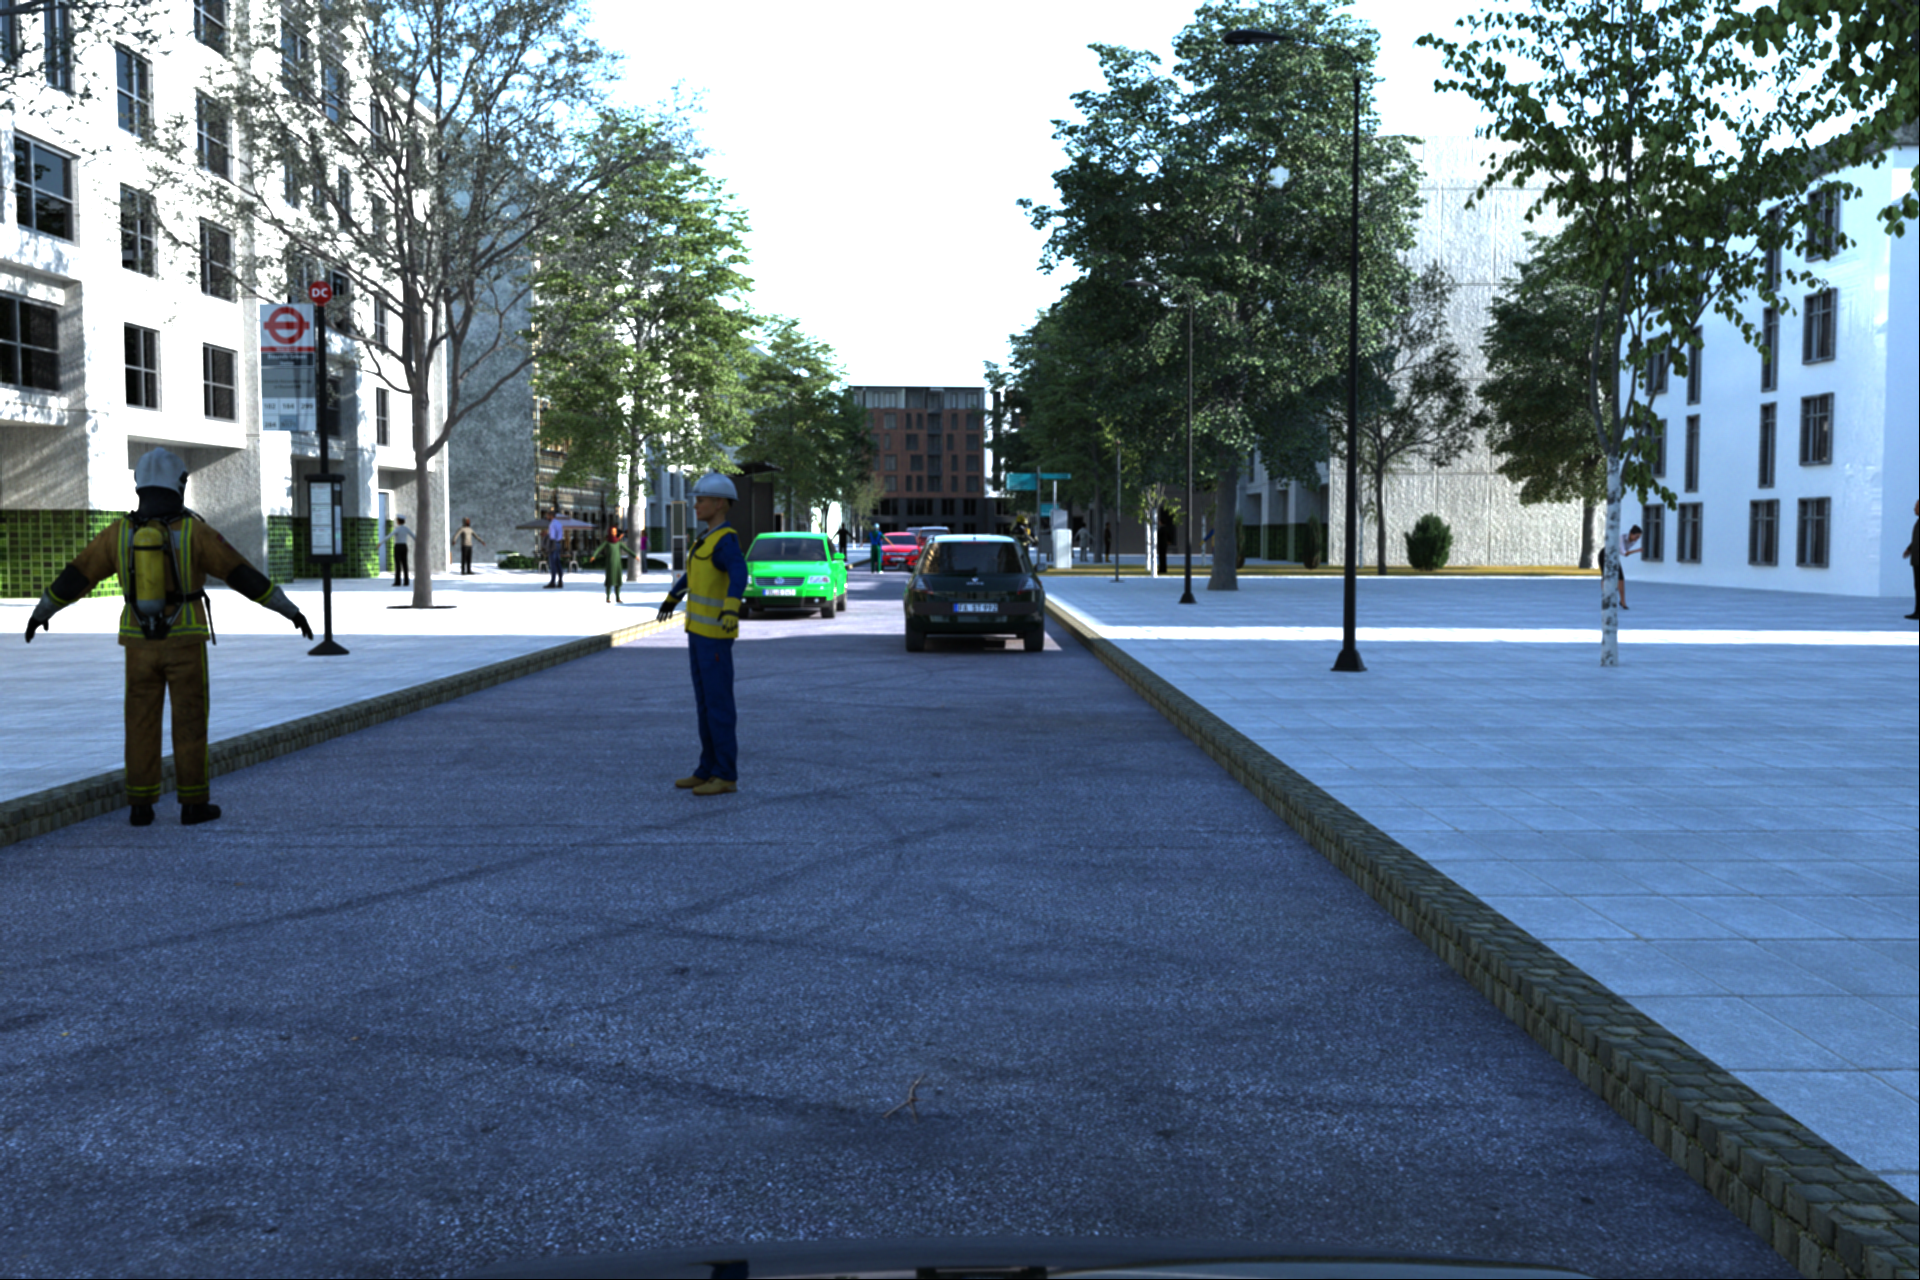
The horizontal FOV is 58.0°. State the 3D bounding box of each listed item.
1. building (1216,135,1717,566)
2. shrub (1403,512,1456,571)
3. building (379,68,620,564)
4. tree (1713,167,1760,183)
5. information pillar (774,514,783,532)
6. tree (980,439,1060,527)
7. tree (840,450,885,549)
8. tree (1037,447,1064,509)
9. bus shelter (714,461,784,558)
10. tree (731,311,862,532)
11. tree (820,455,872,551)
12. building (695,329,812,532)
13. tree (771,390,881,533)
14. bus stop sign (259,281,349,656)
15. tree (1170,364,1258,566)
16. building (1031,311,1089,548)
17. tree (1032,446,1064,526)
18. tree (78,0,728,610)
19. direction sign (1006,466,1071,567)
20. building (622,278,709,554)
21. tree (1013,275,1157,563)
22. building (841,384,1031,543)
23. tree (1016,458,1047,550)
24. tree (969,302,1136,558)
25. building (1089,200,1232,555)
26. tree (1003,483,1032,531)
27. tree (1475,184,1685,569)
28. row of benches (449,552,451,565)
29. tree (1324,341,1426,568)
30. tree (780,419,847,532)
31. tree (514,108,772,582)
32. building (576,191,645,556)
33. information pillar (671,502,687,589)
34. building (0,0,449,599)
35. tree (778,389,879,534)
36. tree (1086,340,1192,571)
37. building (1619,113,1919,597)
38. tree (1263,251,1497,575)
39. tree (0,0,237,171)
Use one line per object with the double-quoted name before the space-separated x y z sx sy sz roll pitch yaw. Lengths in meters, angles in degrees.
"building" 23.379 -13.399 85.532 16.747 18.905 31.486 0 3 0
"shrub" 16.147 -3.400 59.626 1.661 2.075 1.752 0 3 0
"building" -27.511 -15.428 83.169 19.493 23.208 18.063 0 4 0
"tree" 24.526 -8.320 54.166 7.486 12.596 7.792 0 3 0
"information pillar" -6.529 -3.538 62.343 0.304 2.012 0.304 0 4 2
"tree" 5.900 -13.466 154.576 8.767 10.594 7.601 0 4 -4
"tree" -9.264 -12.079 147.849 4.360 8.622 3.978 0 3 0
"tree" 6.095 -10.404 120.474 4.737 8.622 4.395 0 3 0
"bus shelter" -7.148 -4.134 58.878 1.731 3.624 6.357 0 3 0
"tree" -8.623 -10.426 88.587 7.486 12.596 7.792 0 3 0
"tree" -9.374 -11.134 132.404 4.360 8.622 3.978 0 3 0
"building" -25.121 -21.054 175.166 19.493 23.208 18.063 0 4 0
"tree" -9.134 -10.891 112.477 8.767 10.594 7.601 0 4 6
"bus stop sign" -6.956 -1.814 18.356 0.855 3.939 0.416 0 4 -1
"tree" 9.950 -7.243 68.784 4.737 8.622 4.395 0 3 0
"building" 21.014 -20.271 175.402 27.936 21.610 32.646 0 3 0
"tree" 6.220 -9.949 113.021 4.737 8.622 4.395 0 3 0
"tree" -9.120 -7.285 29.482 12.009 13.543 11.850 0 3 0
"direction sign" 3.084 -4.808 67.379 2.525 3.948 1.411 0 4 0
"building" -29.145 -16.022 128.420 16.747 18.905 31.486 0 4 -1
"tree" 5.795 -9.697 76.669 7.486 12.596 7.792 0 3 0
"building" -0.125 -24.573 248.192 32.646 21.610 27.936 0 4 -7
"tree" 6.225 -11.631 140.529 4.737 8.622 4.395 0 3 0
"tree" 5.685 -11.368 92.528 9.857 13.997 8.962 0 3 0
"building" 22.859 -17.036 122.519 27.936 21.610 32.646 0 4 0
"tree" 5.463 -12.059 147.531 4.360 8.622 3.978 0 3 0
"tree" 23.368 -9.633 64.158 9.857 13.997 8.962 0 3 0
"row of benches" -21.511 -3.308 69.554 1.422 0.672 4.104 0 4 5
"tree" 14.944 -7.032 65.343 4.360 8.622 3.978 0 3 0
"tree" -9.064 -9.497 105.633 4.737 8.622 4.395 0 3 0
"tree" -8.596 -7.873 46.858 7.486 12.596 7.792 0 3 0
"building" -24.925 -14.715 97.005 16.016 20.090 11.380 0 4 -1
"information pillar" -6.376 -2.132 39.357 0.304 2.012 0.304 0 4 1
"building" -25.675 -10.780 42.715 16.747 18.905 31.486 0 4 0
"tree" -9.450 -12.094 123.487 9.928 11.665 9.643 0 3 0
"tree" 6.456 -6.682 59.611 4.737 8.622 4.395 0 3 0
"building" 23.087 -5.675 34.931 9.099 9.664 28.070 0 4 -1
"tree" 12.796 -7.288 53.565 7.601 10.594 8.767 0 4 2
"tree" -9.382 -6.193 11.623 12.009 13.543 11.850 0 3 0
